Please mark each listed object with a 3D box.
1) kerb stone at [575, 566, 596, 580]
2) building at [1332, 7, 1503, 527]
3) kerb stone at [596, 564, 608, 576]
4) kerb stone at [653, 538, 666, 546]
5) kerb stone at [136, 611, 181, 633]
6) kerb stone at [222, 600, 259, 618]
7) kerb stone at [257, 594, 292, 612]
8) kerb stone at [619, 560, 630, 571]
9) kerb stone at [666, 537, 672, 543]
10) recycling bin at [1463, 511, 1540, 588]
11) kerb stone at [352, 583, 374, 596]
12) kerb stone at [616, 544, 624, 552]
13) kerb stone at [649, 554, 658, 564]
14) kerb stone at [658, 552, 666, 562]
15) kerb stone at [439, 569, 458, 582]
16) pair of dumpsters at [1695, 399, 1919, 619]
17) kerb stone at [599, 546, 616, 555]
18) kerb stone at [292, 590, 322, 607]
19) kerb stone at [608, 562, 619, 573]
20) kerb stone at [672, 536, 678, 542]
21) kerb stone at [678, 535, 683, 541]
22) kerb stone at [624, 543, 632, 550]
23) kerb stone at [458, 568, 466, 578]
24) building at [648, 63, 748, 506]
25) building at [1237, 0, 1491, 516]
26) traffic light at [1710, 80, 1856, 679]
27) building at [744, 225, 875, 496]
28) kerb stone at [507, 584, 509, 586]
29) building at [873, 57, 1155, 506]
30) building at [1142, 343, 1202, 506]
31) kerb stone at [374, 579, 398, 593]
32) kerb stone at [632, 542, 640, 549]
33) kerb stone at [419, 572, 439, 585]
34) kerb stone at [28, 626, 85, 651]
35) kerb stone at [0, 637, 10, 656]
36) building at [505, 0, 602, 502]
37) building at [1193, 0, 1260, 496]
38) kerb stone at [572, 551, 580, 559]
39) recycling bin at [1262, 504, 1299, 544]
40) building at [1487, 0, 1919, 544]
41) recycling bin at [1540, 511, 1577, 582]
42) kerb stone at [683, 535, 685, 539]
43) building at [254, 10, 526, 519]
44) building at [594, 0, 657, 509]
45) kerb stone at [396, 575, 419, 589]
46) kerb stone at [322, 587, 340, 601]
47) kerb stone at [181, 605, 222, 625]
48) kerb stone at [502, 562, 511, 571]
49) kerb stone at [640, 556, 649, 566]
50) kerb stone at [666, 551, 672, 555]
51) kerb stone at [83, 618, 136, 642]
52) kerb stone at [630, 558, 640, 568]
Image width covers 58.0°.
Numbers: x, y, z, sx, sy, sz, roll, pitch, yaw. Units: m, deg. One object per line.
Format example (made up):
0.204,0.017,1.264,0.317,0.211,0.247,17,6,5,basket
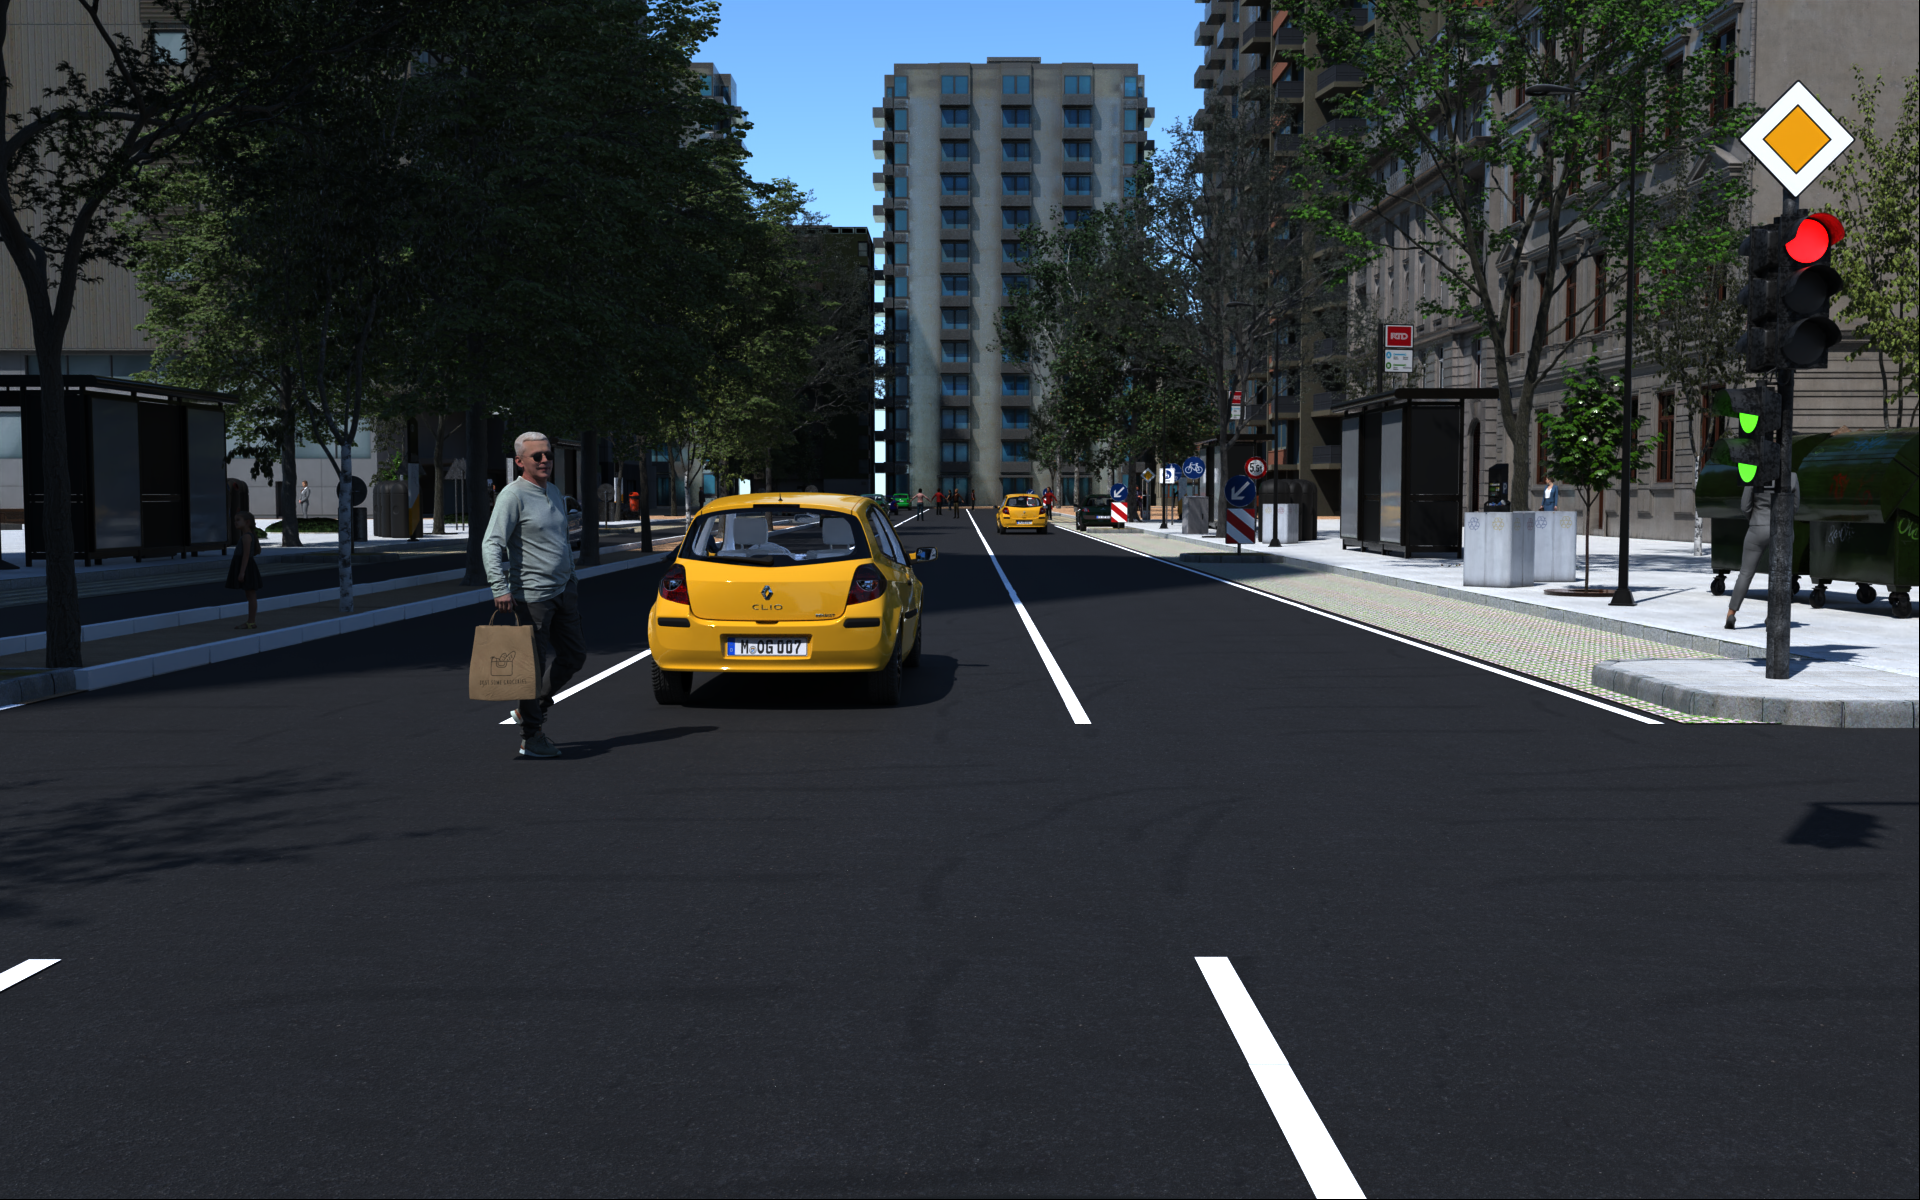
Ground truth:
-6.411,-0.446,29.529,0.120,0.150,1.000,0,3,0,kerb stone
25.210,-14.257,74.902,13.314,21.916,24.055,0,3,0,building
-6.415,-0.511,30.554,0.120,0.150,1.000,0,3,0,kerb stone
-8.525,-1.637,48.986,0.120,0.150,1.000,0,3,0,kerb stone
-8.502,0.244,18.204,0.120,0.150,1.000,0,3,0,kerb stone
-8.500,0.126,20.269,0.120,0.150,1.000,0,3,0,kerb stone
-8.495,0.056,21.291,0.120,0.150,1.000,0,3,0,kerb stone
-6.423,-0.637,32.607,0.120,0.150,1.000,0,3,0,kerb stone
-8.526,-1.701,50.008,0.120,0.150,1.000,0,3,0,kerb stone
7.494,-0.705,24.073,0.722,1.027,0.722,-3,5,-43,recycling bin
-8.503,-0.133,24.362,0.120,0.150,1.000,0,3,0,kerb stone
-8.523,-1.261,42.841,0.120,0.150,1.000,0,3,0,kerb stone
-6.415,-0.825,35.680,0.120,0.150,1.000,0,3,0,kerb stone
-6.423,-0.885,36.702,0.120,0.150,1.000,0,3,0,kerb stone
-8.508,-0.384,28.481,0.120,0.150,1.000,0,3,0,kerb stone
10.100,-1.057,19.775,1.574,2.255,4.437,0,4,0,pair of dumpsters
-8.524,-1.200,41.819,0.120,0.150,1.000,0,3,0,kerb stone
-8.503,-0.007,22.315,0.120,0.150,1.000,0,3,0,kerb stone
-6.415,-0.574,31.580,0.120,0.150,1.000,0,3,0,kerb stone
-8.526,-1.762,51.032,0.120,0.150,1.000,0,3,0,kerb stone
-8.535,-1.827,52.066,0.120,0.150,1.000,0,3,0,kerb stone
-8.526,-1.325,43.863,0.120,0.150,1.000,0,3,0,kerb stone
-8.518,-0.447,29.503,0.120,0.150,1.000,0,3,0,kerb stone
-38.774,-35.026,192.290,30.456,49.044,23.786,0,3,0,building
29.196,-27.656,106.808,22.147,44.769,28.867,0,3,0,building
5.670,-1.408,11.941,0.839,4.253,0.868,0,3,0,traffic light
-16.489,-25.516,188.883,14.107,30.474,14.160,0,3,0,building
-6.404,-0.135,24.406,0.120,0.150,1.000,0,3,0,kerb stone
5.789,-35.054,192.736,30.456,49.044,23.786,0,3,0,building
35.631,-21.436,195.515,28.899,21.520,27.650,0,3,0,building
-8.504,-0.185,25.385,0.120,0.150,1.000,0,3,0,kerb stone
-8.522,-1.388,44.890,0.120,0.150,1.000,0,3,0,kerb stone
-8.505,-0.321,27.454,0.120,0.150,1.000,0,3,0,kerb stone
-8.502,0.373,16.156,0.120,0.150,1.000,0,3,0,kerb stone
-8.498,0.432,15.133,0.120,0.150,1.000,0,3,0,kerb stone
-33.981,-26.830,122.268,14.154,41.232,14.086,0,3,0,building
30.519,-31.609,136.415,23.786,49.044,30.456,0,3,0,building
-8.526,-1.012,38.740,0.120,0.150,1.000,0,3,0,kerb stone
8.312,-1.979,44.910,0.722,1.027,0.722,3,4,36,recycling bin
24.388,-13.215,52.224,11.583,22.565,21.152,0,3,0,building
8.593,-0.791,25.491,0.722,1.027,0.722,0,4,-2,recycling bin
-8.530,-1.890,53.096,0.120,0.150,1.000,0,3,0,kerb stone
-41.101,-31.238,99.981,28.713,52.752,27.495,0,3,0,building
-37.097,-42.964,140.709,20.611,71.187,20.563,0,3,0,building
-8.507,-0.257,26.416,0.120,0.150,1.000,0,3,0,kerb stone
-8.505,-0.070,23.337,0.120,0.150,1.000,0,3,0,kerb stone
-8.504,0.181,19.237,0.120,0.150,1.000,0,3,0,kerb stone
-8.514,-0.635,32.584,0.120,0.150,1.000,0,3,0,kerb stone
-6.414,-0.757,34.653,0.120,0.150,1.000,0,3,0,kerb stone
-6.416,-0.950,37.724,0.120,0.150,1.000,0,3,0,kerb stone
-8.494,0.307,17.178,0.120,0.150,1.000,0,3,0,kerb stone
-6.414,-0.697,33.629,0.120,0.150,1.000,0,3,0,kerb stone
